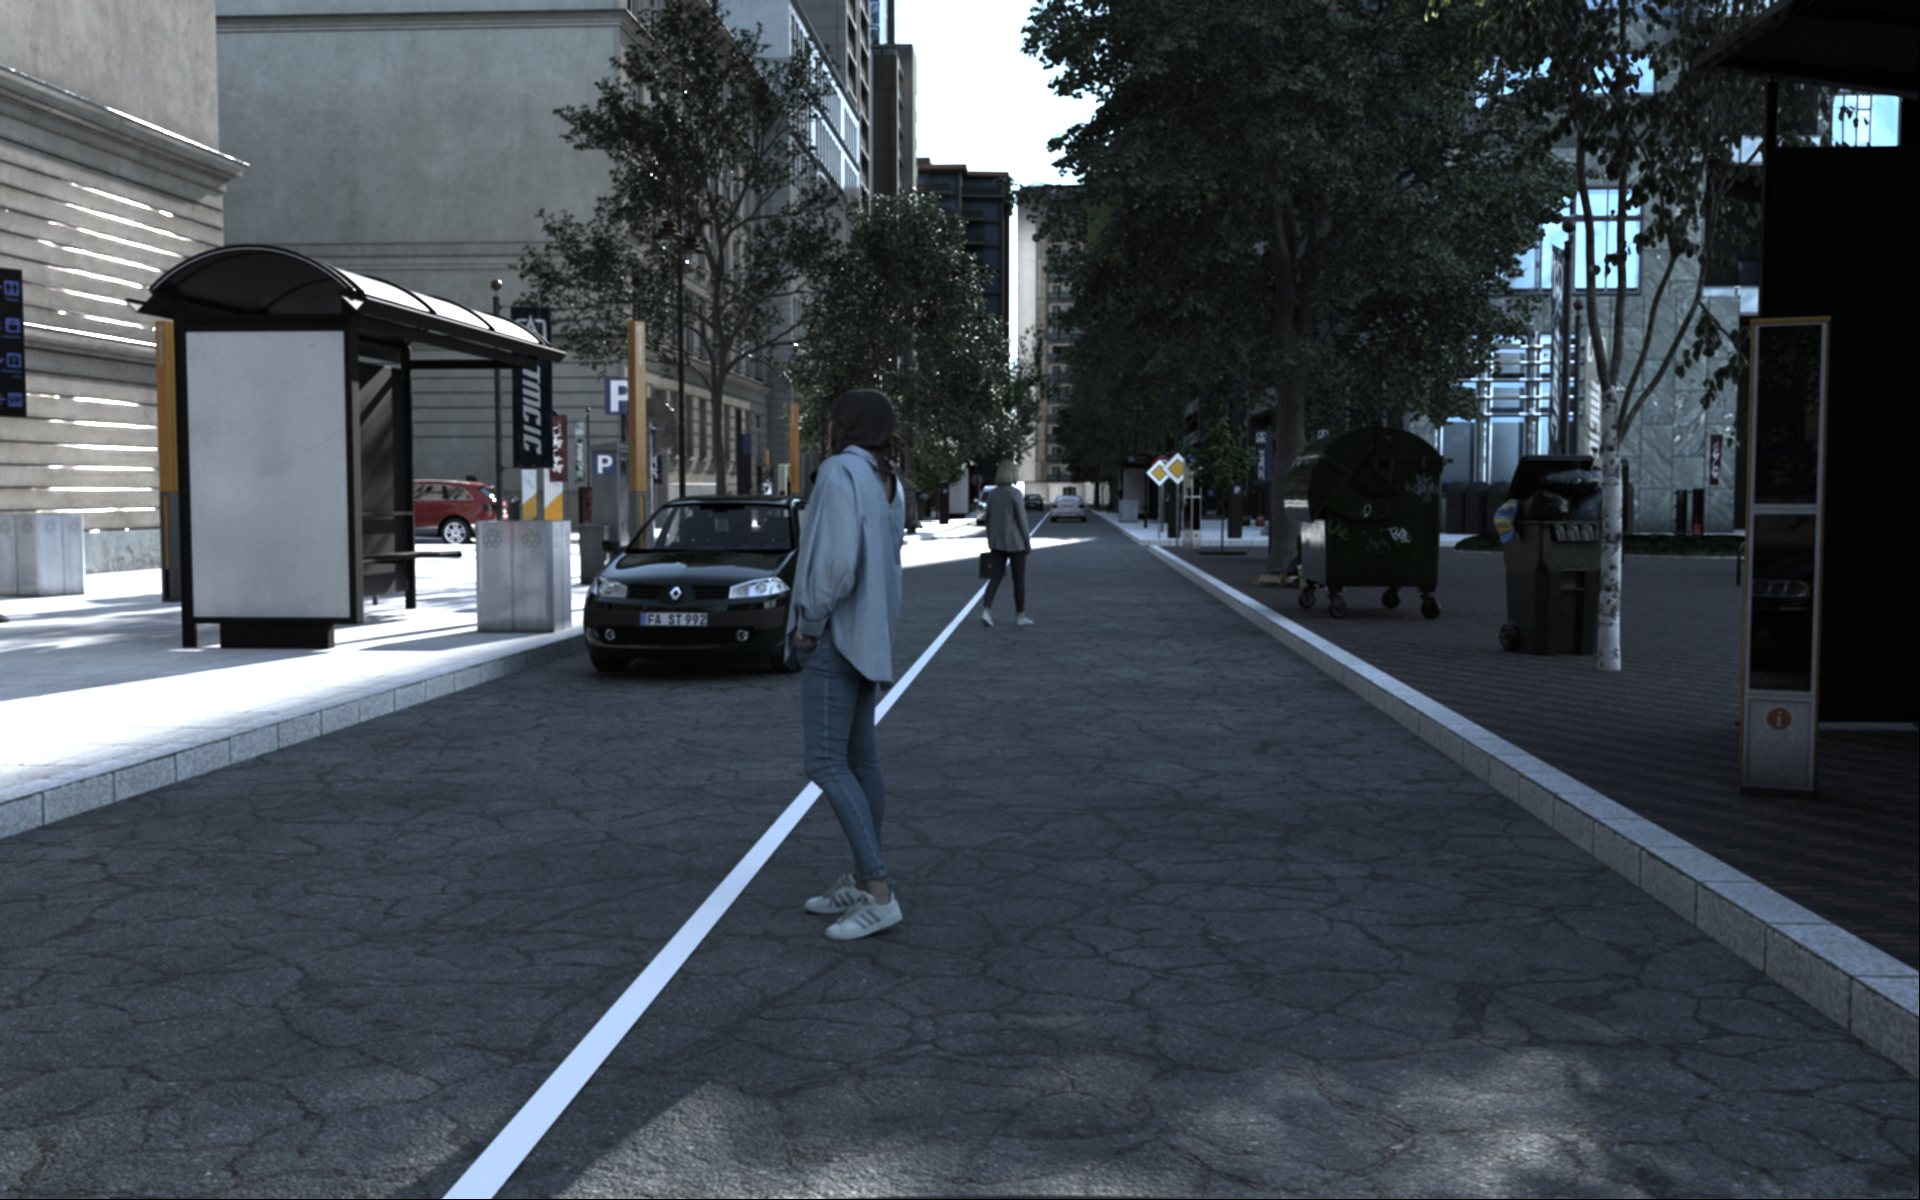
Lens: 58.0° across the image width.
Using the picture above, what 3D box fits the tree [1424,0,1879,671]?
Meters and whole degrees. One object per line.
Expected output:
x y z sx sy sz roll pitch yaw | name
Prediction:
4.830 -3.780 12.172 4.360 8.622 3.978 0 3 0 | tree

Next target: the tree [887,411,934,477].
-3.381 -9.475 105.282 4.737 8.622 4.395 0 3 0 | tree

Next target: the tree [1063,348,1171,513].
12.610 -13.398 137.185 7.486 12.596 7.792 0 3 0 | tree

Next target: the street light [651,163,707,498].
-3.966 -3.172 24.643 0.468 5.910 1.993 0 4 3 | street light

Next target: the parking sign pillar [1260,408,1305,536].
10.065 -3.991 53.720 1.447 3.967 1.447 -2 4 -35 | parking sign pillar

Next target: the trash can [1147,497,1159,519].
10.001 -4.791 89.980 0.748 1.137 0.748 0 3 0 | trash can

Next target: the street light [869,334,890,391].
-2.340 -4.735 50.200 0.468 5.910 1.993 0 4 3 | street light

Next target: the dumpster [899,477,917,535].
-2.071 -3.046 55.568 1.264 1.857 1.865 0 4 4 | dumpster

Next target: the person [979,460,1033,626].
0.444 -0.625 18.894 0.709 1.800 0.728 3 5 42 | person

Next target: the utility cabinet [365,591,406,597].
-7.403 -0.645 21.703 1.020 1.237 0.306 -2 4 -32 | utility cabinet

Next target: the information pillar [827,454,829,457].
-6.466 -5.714 84.773 0.183 3.616 0.504 0 4 -5 | information pillar

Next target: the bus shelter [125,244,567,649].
-5.599 -1.401 16.835 2.014 3.302 5.546 0 4 4 | bus shelter

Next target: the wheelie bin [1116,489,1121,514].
10.685 -6.456 113.463 0.693 1.594 0.980 3 5 40 | wheelie bin

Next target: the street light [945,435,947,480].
-0.641 -6.493 78.941 0.468 5.910 1.993 0 4 3 | street light

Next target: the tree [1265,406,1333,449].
12.394 -4.801 62.212 4.285 4.588 4.351 0 3 0 | tree

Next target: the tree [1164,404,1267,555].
5.493 -2.594 37.020 1.663 3.219 1.824 0 3 0 | tree

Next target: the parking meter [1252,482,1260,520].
14.790 -4.945 86.568 0.255 1.863 0.399 -1 4 -20 | parking meter

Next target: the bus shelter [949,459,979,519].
-0.122 -6.046 92.783 2.014 3.302 5.546 0 4 4 | bus shelter

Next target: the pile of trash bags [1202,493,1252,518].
14.587 -5.117 93.422 1.912 1.369 3.447 -2 4 -32 | pile of trash bags

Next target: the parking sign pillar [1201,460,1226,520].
12.747 -6.057 87.497 1.447 3.967 1.447 1 4 14 | parking sign pillar

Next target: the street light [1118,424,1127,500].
8.841 -7.447 94.548 0.468 5.910 1.993 0 4 3 | street light

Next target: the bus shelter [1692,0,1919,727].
4.629 -0.923 6.367 1.731 3.624 6.357 0 4 4 | bus shelter

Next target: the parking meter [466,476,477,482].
-15.476 -3.009 54.904 0.255 1.863 0.399 -2 4 -28 | parking meter

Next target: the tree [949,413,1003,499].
1.240 -10.443 121.105 4.360 8.622 3.978 0 3 0 | tree

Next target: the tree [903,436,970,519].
-1.192 -6.389 88.171 4.285 4.588 4.351 0 3 0 | tree

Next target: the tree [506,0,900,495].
-4.715 -5.964 31.921 7.601 10.594 8.767 -2 4 -26 | tree

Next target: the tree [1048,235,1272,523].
9.170 -10.175 76.728 12.009 13.543 11.850 0 3 0 | tree

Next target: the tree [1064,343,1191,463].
10.594 -11.121 107.583 9.928 11.665 9.643 0 3 0 | tree

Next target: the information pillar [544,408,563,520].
-10.203 -3.181 43.366 0.504 3.616 0.183 1 4 15 | information pillar

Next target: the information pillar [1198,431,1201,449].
8.860 -4.457 64.222 0.183 3.616 0.504 1 4 9 | information pillar

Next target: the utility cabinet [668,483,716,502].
-5.313 -1.613 35.057 1.173 1.500 0.318 -3 5 -41 | utility cabinet

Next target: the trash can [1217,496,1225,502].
17.489 -6.402 116.328 0.748 1.137 0.748 0 3 0 | trash can

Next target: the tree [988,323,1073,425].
6.688 -20.513 191.270 12.611 20.169 13.585 0 3 0 | tree

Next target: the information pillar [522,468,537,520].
-14.370 -4.058 57.700 0.504 3.616 0.183 -1 4 -18 | information pillar

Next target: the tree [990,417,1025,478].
4.409 -13.009 163.053 4.737 8.622 4.395 0 3 0 | tree

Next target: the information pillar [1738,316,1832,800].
3.507 -0.176 7.376 0.304 2.012 0.304 2 4 25 | information pillar

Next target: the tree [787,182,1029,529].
-1.963 -8.994 64.066 9.611 12.733 9.660 0 3 0 | tree

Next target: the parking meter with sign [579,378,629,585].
-5.109 -1.772 25.228 0.543 3.016 1.738 0 4 4 | parking meter with sign

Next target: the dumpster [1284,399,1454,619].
4.343 -0.980 18.521 1.502 2.255 1.985 0 4 3 | dumpster

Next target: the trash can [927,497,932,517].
-1.928 -5.259 97.643 0.748 1.137 0.748 0 3 0 | trash can

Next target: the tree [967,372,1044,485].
2.688 -12.860 136.015 9.928 11.665 9.643 0 3 0 | tree

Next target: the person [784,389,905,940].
-0.354 0.179 5.837 0.793 1.790 0.793 -1 4 -17 | person

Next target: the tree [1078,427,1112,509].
12.384 -12.317 151.746 4.360 8.622 3.978 0 3 0 | tree

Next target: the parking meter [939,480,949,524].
-0.683 -4.129 73.219 0.399 1.863 0.255 -1 4 -21 | parking meter

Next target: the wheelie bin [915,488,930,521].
-1.888 -4.528 81.933 0.980 1.594 0.693 1 4 20 | wheelie bin

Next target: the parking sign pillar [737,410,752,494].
-7.035 -4.146 56.266 1.447 3.967 1.447 0 4 -8 | parking sign pillar

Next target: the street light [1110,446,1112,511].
10.736 -9.215 123.452 0.468 5.910 1.993 0 4 3 | street light

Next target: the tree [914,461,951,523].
-1.444 -4.997 76.306 1.663 3.219 1.824 0 3 0 | tree

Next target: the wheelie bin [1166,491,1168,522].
9.733 -4.371 79.375 0.980 1.594 0.693 2 4 33 | wheelie bin

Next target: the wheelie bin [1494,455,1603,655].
4.837 -0.373 13.999 0.980 1.594 0.693 -1 4 -13 | wheelie bin

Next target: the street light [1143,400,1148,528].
7.092 -5.701 65.997 0.468 5.910 1.993 0 4 3 | street light

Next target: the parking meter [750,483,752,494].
-8.951 -4.114 72.977 0.255 1.863 0.399 2 4 25 | parking meter

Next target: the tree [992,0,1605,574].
5.419 -7.402 27.674 9.857 13.997 8.962 0 3 0 | tree

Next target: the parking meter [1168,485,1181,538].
6.271 -2.585 50.674 0.372 1.533 0.369 0 3 0 | parking meter

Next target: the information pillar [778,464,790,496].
-4.220 -2.312 42.300 0.304 2.012 0.304 -3 5 -43 | information pillar

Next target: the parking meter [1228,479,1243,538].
8.026 -2.736 50.450 0.399 1.863 0.255 -1 4 -17 | parking meter

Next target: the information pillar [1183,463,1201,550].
5.317 -2.153 39.693 0.304 2.012 0.304 -3 4 -37 | information pillar

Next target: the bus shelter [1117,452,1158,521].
8.935 -5.647 86.257 2.014 3.302 5.546 0 4 3 | bus shelter

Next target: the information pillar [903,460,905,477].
-3.066 -6.651 100.095 0.504 3.616 0.183 0 4 8 | information pillar

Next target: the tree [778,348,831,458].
-5.608 -7.640 75.272 4.360 8.622 3.978 0 3 0 | tree
